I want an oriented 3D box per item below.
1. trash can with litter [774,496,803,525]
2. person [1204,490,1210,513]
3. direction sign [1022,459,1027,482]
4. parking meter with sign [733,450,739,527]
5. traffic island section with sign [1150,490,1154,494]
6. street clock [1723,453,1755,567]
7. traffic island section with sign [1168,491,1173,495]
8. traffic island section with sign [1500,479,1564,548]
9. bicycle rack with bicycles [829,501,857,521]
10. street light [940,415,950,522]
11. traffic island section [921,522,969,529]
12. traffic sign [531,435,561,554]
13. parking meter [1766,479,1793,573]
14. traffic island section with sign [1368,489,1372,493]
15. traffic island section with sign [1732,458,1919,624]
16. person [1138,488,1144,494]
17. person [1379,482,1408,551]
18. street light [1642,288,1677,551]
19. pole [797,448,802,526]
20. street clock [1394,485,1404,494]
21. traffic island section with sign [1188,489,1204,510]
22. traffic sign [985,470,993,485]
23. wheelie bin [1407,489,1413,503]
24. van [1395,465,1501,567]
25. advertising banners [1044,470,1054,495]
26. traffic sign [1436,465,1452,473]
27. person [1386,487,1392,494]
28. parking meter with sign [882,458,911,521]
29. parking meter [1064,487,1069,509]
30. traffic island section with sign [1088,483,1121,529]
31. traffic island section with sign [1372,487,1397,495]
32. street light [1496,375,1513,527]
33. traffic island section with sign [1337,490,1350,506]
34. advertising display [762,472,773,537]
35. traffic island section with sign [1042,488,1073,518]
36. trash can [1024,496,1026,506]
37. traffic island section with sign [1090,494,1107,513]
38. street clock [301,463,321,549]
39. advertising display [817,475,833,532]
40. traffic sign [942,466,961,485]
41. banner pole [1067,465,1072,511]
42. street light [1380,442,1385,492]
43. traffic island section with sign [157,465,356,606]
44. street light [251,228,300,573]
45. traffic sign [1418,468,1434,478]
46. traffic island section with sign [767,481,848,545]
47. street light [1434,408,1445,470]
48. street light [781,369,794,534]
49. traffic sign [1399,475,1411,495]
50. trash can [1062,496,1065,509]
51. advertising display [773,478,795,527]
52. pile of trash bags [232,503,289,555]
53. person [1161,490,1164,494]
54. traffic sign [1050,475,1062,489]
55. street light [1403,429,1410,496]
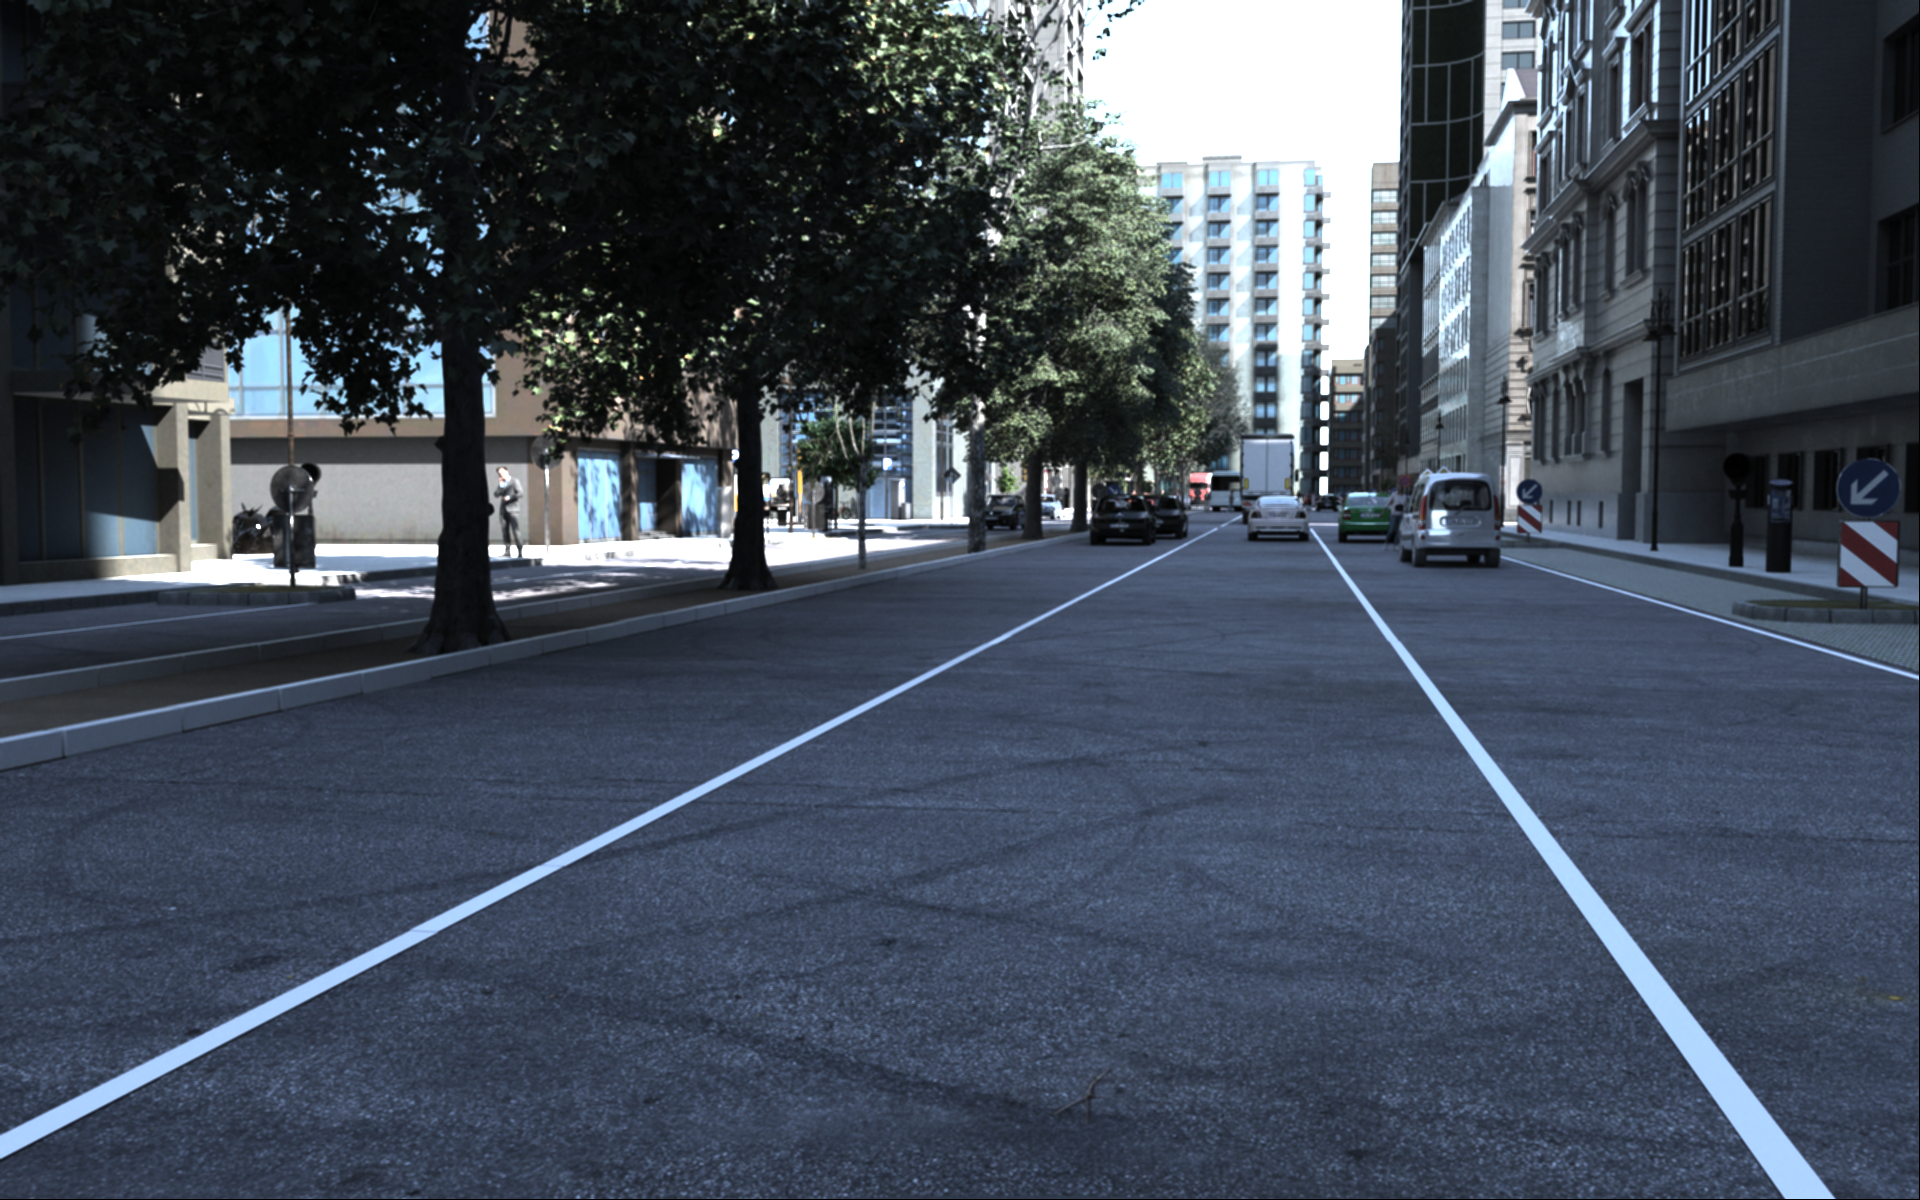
[{"bbox_3d":[-7.025,-3.760,72.538,1.678,1.210,2.233,-2,4,-26],"label":"trash can with litter"},{"bbox_3d":[18.754,-7.497,131.621,0.519,1.759,0.362,1,4,19],"label":"person"},{"bbox_3d":[4.372,-7.243,110.424,0.876,3.537,0.379,0,4,6],"label":"direction sign"},{"bbox_3d":[-9.219,-4.456,69.119,0.543,3.016,1.738,-1,4,-20],"label":"parking meter with sign"},{"bbox_3d":[20.216,-10.511,180.490,1.989,1.847,2.006,1,4,11],"label":"traffic island section with sign"},{"bbox_3d":[13.724,-1.590,30.565,0.471,2.002,0.358,3,5,40],"label":"street clock"},{"bbox_3d":[25.186,-12.132,206.992,1.989,1.847,2.006,1,4,11],"label":"traffic island section with sign"},{"bbox_3d":[15.071,-2.317,46.512,1.989,1.847,2.006,1,4,11],"label":"traffic island section with sign"},{"bbox_3d":[-6.090,-4.339,84.325,2.852,0.926,2.925,3,5,43],"label":"bicycle rack with bicycles"},{"bbox_3d":[-0.842,-6.601,80.708,0.468,5.910,1.993,1,4,11],"label":"street light"},{"bbox_3d":[-0.390,-3.065,72.386,2.009,0.180,2.903,1,4,11],"label":"traffic island section"},{"bbox_3d":[-8.772,-2.243,36.771,0.768,2.556,0.104,1,4,14],"label":"traffic sign"},{"bbox_3d":[13.445,-1.223,28.414,0.372,1.533,0.369,0,3,0],"label":"parking meter"},{"bbox_3d":[30.396,-7.318,128.269,1.989,1.847,2.006,1,4,11],"label":"traffic island section with sign"},{"bbox_3d":[10.074,-0.691,19.930,1.989,1.847,2.006,1,4,11],"label":"traffic island section with sign"},{"bbox_3d":[8.033,-4.124,76.934,0.522,1.701,0.512,0,4,1],"label":"person"},{"bbox_3d":[10.994,-2.136,44.101,0.731,1.740,0.598,-1,4,-19],"label":"person"},{"bbox_3d":[15.743,-4.056,39.102,0.468,5.910,1.993,1,4,11],"label":"street light"},{"bbox_3d":[-6.515,-4.675,70.275,0.158,3.312,0.155,0,3,0],"label":"pole"},{"bbox_3d":[34.513,-8.014,135.592,0.471,2.002,0.358,-3,4,-36],"label":"street clock"},{"bbox_3d":[20.892,-8.837,152.628,2.006,1.907,1.989,1,4,11],"label":"traffic island section with sign"},{"bbox_3d":[1.107,-4.769,80.163,0.795,2.593,0.064,1,4,11],"label":"traffic sign"},{"bbox_3d":[28.655,-6.241,109.955,0.693,1.594,0.980,1,4,13],"label":"wheelie bin"},{"bbox_3d":[9.955,-1.733,35.346,2.013,2.044,4.112,1,4,9],"label":"van"},{"bbox_3d":[6.563,-7.890,125.181,0.090,3.025,2.074,2,4,30],"label":"advertising banners"},{"bbox_3d":[19.186,-4.064,68.640,0.795,2.593,0.064,1,4,11],"label":"traffic sign"},{"bbox_3d":[27.816,-6.355,111.763,0.648,1.900,0.474,0,4,-1],"label":"person"},{"bbox_3d":[-3.040,-5.377,84.179,0.543,3.016,1.738,-3,5,-41],"label":"parking meter with sign"},{"bbox_3d":[9.472,-9.048,153.650,0.399,1.863,0.255,1,4,21],"label":"parking meter"},{"bbox_3d":[5.674,-3.875,71.492,2.006,1.907,1.989,1,4,11],"label":"traffic island section with sign"},{"bbox_3d":[25.408,-5.692,101.700,1.989,1.847,2.006,1,4,11],"label":"traffic island section with sign"},{"bbox_3d":[21.084,-5.775,67.216,0.468,5.910,1.993,1,4,11],"label":"street light"},{"bbox_3d":[44.429,-11.893,203.077,1.989,1.847,2.006,1,4,11],"label":"traffic island section with sign"},{"bbox_3d":[-6.021,-2.828,51.449,0.123,1.923,0.974,3,5,39],"label":"advertising display"},{"bbox_3d":[6.021,-5.878,104.725,1.989,1.847,2.006,1,4,11],"label":"traffic island section with sign"},{"bbox_3d":[4.474,-6.097,111.337,0.748,1.137,0.748,0,3,0],"label":"trash can"},{"bbox_3d":[10.975,-7.498,131.223,1.989,1.847,2.006,1,4,11],"label":"traffic island section with sign"},{"bbox_3d":[-15.210,-2.201,40.555,0.471,2.002,0.358,0,4,-6],"label":"street clock"},{"bbox_3d":[-4.552,-3.249,58.341,0.123,1.923,0.974,1,4,21],"label":"advertising display"},{"bbox_3d":[-0.365,-4.289,72.314,0.795,2.593,0.064,1,4,11],"label":"traffic sign"},{"bbox_3d":[8.566,-8.852,134.743,0.401,3.779,0.863,0,4,2],"label":"banner pole"},{"bbox_3d":[36.479,-10.814,149.598,0.468,5.910,1.993,1,4,11],"label":"street light"},{"bbox_3d":[-9.270,-0.893,23.221,1.989,1.847,2.006,1,4,11],"label":"traffic island section with sign"},{"bbox_3d":[-10.800,-3.371,27.907,0.468,5.910,1.993,1,4,11],"label":"street light"},{"bbox_3d":[20.658,-4.544,76.489,0.795,2.593,0.064,1,4,11],"label":"traffic sign"},{"bbox_3d":[-4.298,-2.513,49.715,1.989,1.847,2.006,1,4,11],"label":"traffic island section with sign"},{"bbox_3d":[25.771,-7.368,93.250,0.468,5.910,1.993,1,4,11],"label":"street light"},{"bbox_3d":[-5.490,-5.091,56.027,0.468,5.910,1.993,1,4,11],"label":"street light"},{"bbox_3d":[29.791,-7.086,115.962,0.768,2.556,0.104,1,4,11],"label":"traffic sign"},{"bbox_3d":[8.471,-8.156,144.996,0.748,1.137,0.748,0,3,0],"label":"trash can"},{"bbox_3d":[-7.004,-3.852,68.187,0.974,1.923,0.123,1,4,9],"label":"advertising display"},{"bbox_3d":[-16.072,-1.717,37.821,3.447,1.369,1.912,2,4,27],"label":"pile of trash bags"},{"bbox_3d":[15.893,-7.751,135.781,0.362,1.759,0.519,-1,4,-13],"label":"person"},{"bbox_3d":[6.557,-7.237,118.432,0.768,2.556,0.104,1,4,12],"label":"traffic sign"},{"bbox_3d":[31.278,-9.085,121.333,0.468,5.910,1.993,1,4,11],"label":"street light"}]
